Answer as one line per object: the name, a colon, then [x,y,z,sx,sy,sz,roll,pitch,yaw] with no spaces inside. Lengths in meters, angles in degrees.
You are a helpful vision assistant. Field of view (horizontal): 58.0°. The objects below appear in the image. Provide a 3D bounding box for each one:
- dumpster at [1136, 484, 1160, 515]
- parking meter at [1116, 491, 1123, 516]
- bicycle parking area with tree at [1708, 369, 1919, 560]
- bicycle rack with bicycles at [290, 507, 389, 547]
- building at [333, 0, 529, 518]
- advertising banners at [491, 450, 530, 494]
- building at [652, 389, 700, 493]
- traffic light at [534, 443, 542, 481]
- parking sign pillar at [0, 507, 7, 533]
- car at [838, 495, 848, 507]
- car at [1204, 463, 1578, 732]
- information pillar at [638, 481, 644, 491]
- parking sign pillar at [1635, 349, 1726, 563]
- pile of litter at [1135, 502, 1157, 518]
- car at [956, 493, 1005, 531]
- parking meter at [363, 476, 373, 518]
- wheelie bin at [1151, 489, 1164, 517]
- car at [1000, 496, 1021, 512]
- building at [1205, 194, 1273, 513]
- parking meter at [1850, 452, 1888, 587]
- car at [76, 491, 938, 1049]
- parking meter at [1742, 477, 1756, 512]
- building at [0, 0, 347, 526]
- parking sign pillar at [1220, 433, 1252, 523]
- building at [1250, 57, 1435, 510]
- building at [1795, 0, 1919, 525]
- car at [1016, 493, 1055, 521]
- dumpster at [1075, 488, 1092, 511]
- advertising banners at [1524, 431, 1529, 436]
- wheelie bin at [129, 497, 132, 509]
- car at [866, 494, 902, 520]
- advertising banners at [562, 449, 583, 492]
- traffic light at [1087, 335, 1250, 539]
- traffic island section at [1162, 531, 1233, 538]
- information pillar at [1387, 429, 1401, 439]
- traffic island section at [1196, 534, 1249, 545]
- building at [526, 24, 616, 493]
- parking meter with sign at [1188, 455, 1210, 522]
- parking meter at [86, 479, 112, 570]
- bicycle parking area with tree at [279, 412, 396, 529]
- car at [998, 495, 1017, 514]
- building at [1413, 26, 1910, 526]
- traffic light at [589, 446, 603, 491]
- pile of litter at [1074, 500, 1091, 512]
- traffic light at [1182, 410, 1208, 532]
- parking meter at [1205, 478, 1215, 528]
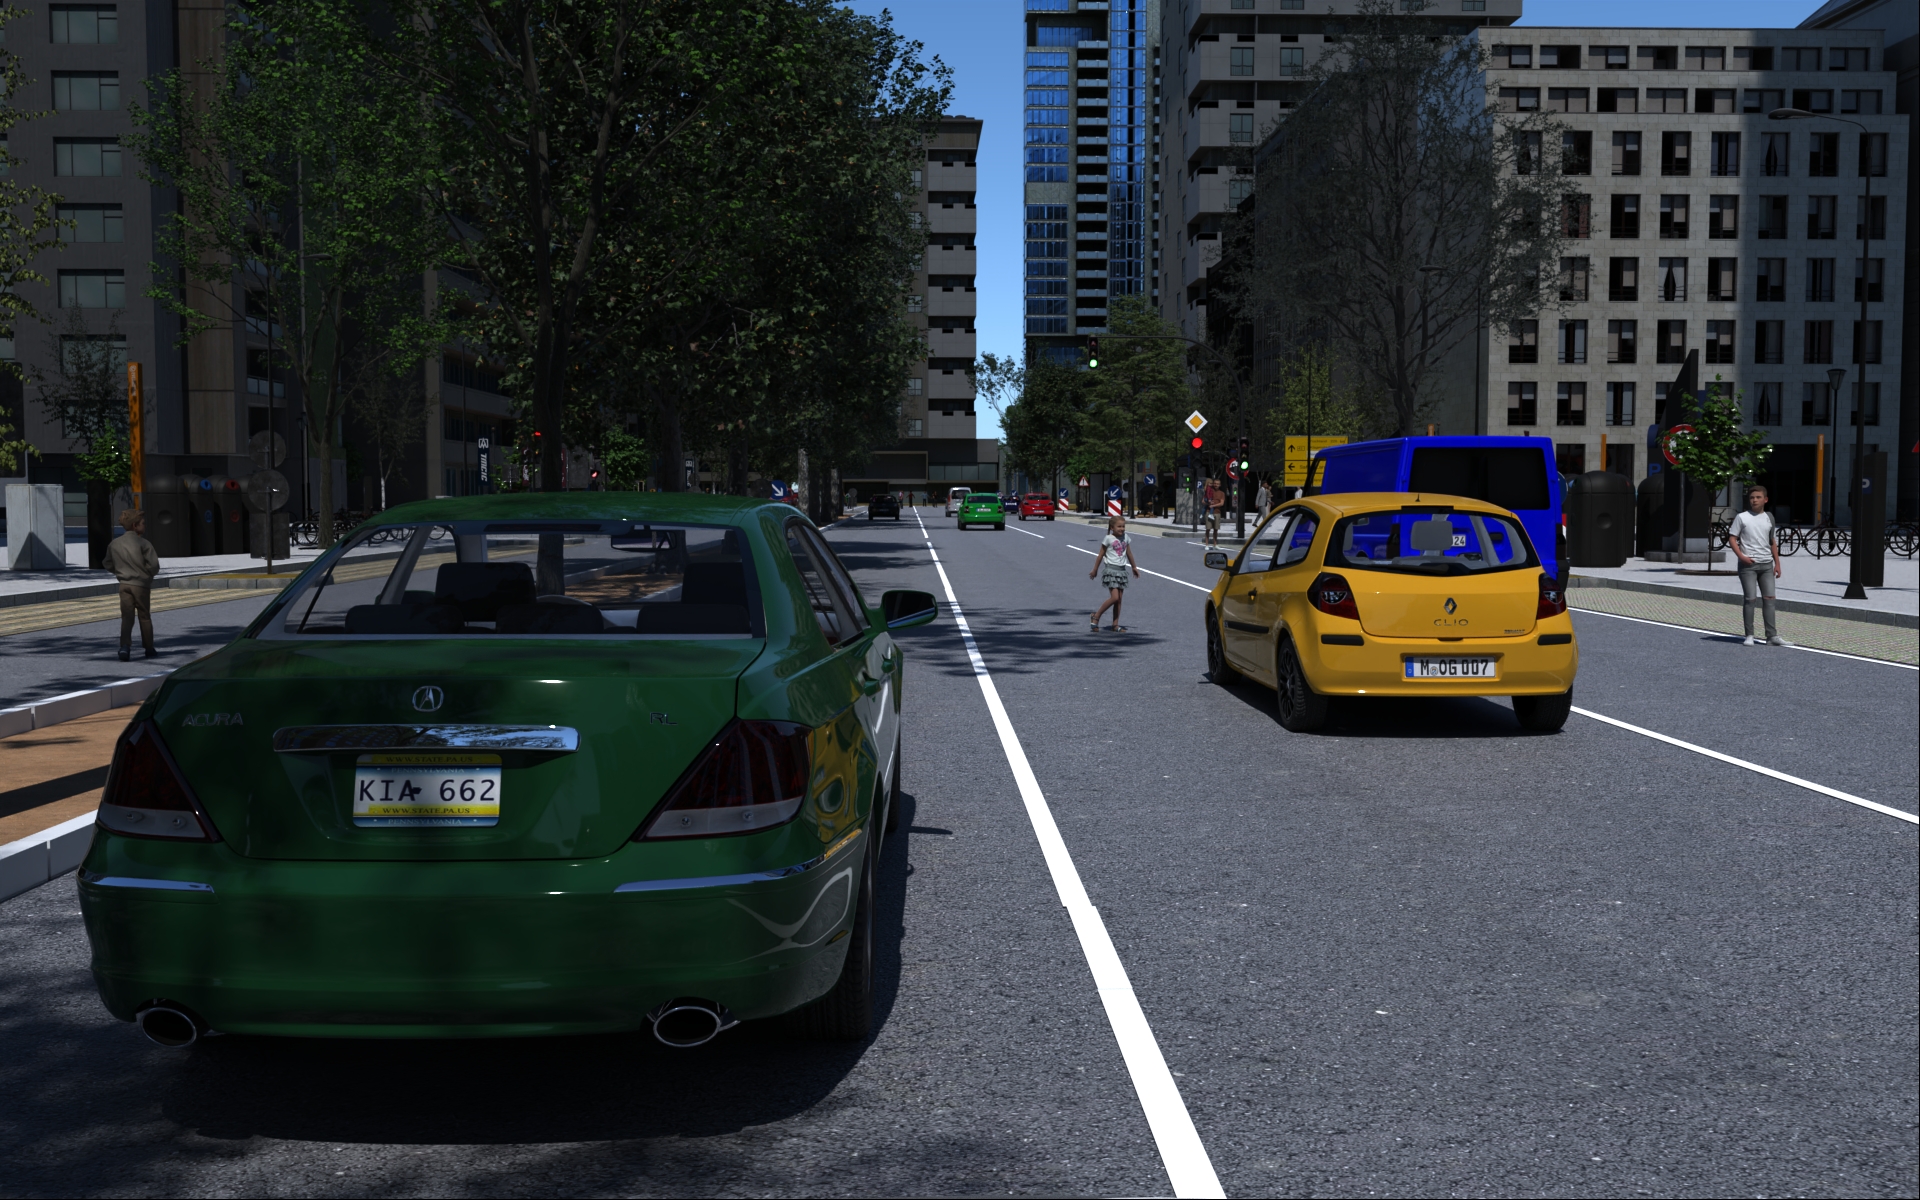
dumpster: [11.423,-6.065,104.922,1.264,1.857,1.865,0,4,-2]
parking meter: [9.399,-5.723,101.990,0.372,1.533,0.369,0,3,0]
bicycle parking area with tree: [20.136,-3.067,37.146,9.016,4.147,8.231,1,4,15]
bicycle rack with bicycles: [-15.825,-1.825,43.220,2.925,0.926,2.852,-1,4,-16]
building: [-37.907,-29.053,98.721,21.300,48.544,21.600,0,4,-2]
advertising banners: [-14.836,-3.743,57.393,0.090,3.025,2.074,2,4,23]
building: [-43.754,-20.672,183.031,28.899,21.520,27.650,0,4,-2]
traffic light: [-11.860,-3.695,49.332,0.839,4.253,0.868,0,4,-2]
parking sign pillar: [-31.924,-4.220,57.466,1.447,3.967,1.447,2,4,25]
car: [-13.967,-11.724,200.486,1.959,1.807,4.718,0,4,-2]
car: [2.773,-0.102,11.894,2.015,1.641,3.980,0,4,-2]
information pillar: [-17.935,-5.679,97.344,0.304,2.012,0.304,-1,4,-12]
parking sign pillar: [13.801,-2.715,32.868,1.447,3.967,1.447,0,4,4]
pile of litter: [10.073,-4.863,93.472,1.176,0.858,1.719,-2,4,-35]
car: [0.827,-3.706,69.385,1.959,1.807,4.718,0,4,-2]
parking meter: [-19.484,-3.140,57.049,0.255,1.863,0.399,-2,4,-24]
wheelie bin: [11.314,-5.574,99.041,0.693,1.594,0.980,0,4,-2]
car: [3.421,-6.470,118.365,1.945,1.354,3.894,0,4,0]
building: [25.219,-18.072,125.151,12.332,23.373,15.834,0,4,-2]
parking meter: [12.591,-1.120,24.025,0.255,1.863,0.399,-2,4,-28]
car: [-1.142,0.357,5.965,2.131,1.459,4.920,0,4,-1]
parking meter: [27.709,-3.372,60.836,0.399,1.863,0.255,-2,4,-23]
building: [-35.637,-23.829,73.206,14.154,41.232,14.086,0,4,-2]
parking sign pillar: [12.186,-5.382,76.471,1.447,3.967,1.447,0,4,3]
building: [26.950,-19.062,105.171,14.314,27.812,24.014,0,4,-2]
building: [50.742,-17.012,75.403,25.104,27.353,12.463,0,4,-2]
car: [4.142,-5.209,94.203,2.155,1.783,4.494,0,4,-1]
dumpster: [9.511,-7.761,132.653,1.264,1.857,1.865,0,4,-2]
advertising banners: [16.060,-3.205,48.586,0.090,3.025,2.074,2,4,33]
wheelie bin: [-26.940,-3.002,56.985,0.693,1.594,0.980,-2,4,-29]
car: [-4.221,-5.282,96.146,2.009,1.686,4.222,0,4,-2]
advertising banners: [-14.684,-4.300,66.485,2.074,3.025,0.090,-3,5,-44]
traffic light: [6.004,-4.591,49.734,4.771,5.953,1.251,0,4,-2]
traffic island section: [7.896,-2.187,58.034,2.009,0.180,2.903,0,4,-2]
information pillar: [15.119,-4.221,60.373,0.504,3.616,0.183,0,4,-1]
traffic island section: [8.133,-1.699,50.052,2.009,0.180,2.903,0,4,-2]
building: [-35.784,-29.861,138.340,14.600,45.320,14.200,0,4,-2]
parking meter with sign: [11.064,-5.027,78.458,0.543,3.016,1.738,3,5,44]
parking meter: [-14.693,-1.295,29.577,0.372,1.533,0.369,0,3,0]
bicycle parking area with tree: [-23.909,-4.637,62.821,9.016,4.147,8.231,-1,4,-9]
car: [3.184,-6.931,125.896,1.945,1.354,3.894,0,4,-2]
building: [29.439,-13.446,74.588,16.860,20.320,10.420,0,4,-2]
traffic light: [-10.008,-5.061,57.410,4.771,5.953,1.251,0,4,-2]
pile of litter: [8.974,-6.972,127.959,1.176,0.858,1.719,-3,4,-36]
traffic light: [7.856,-4.220,57.919,0.839,4.253,0.868,0,4,-2]
parking meter: [9.340,-3.602,64.610,0.255,1.863,0.399,2,4,32]
